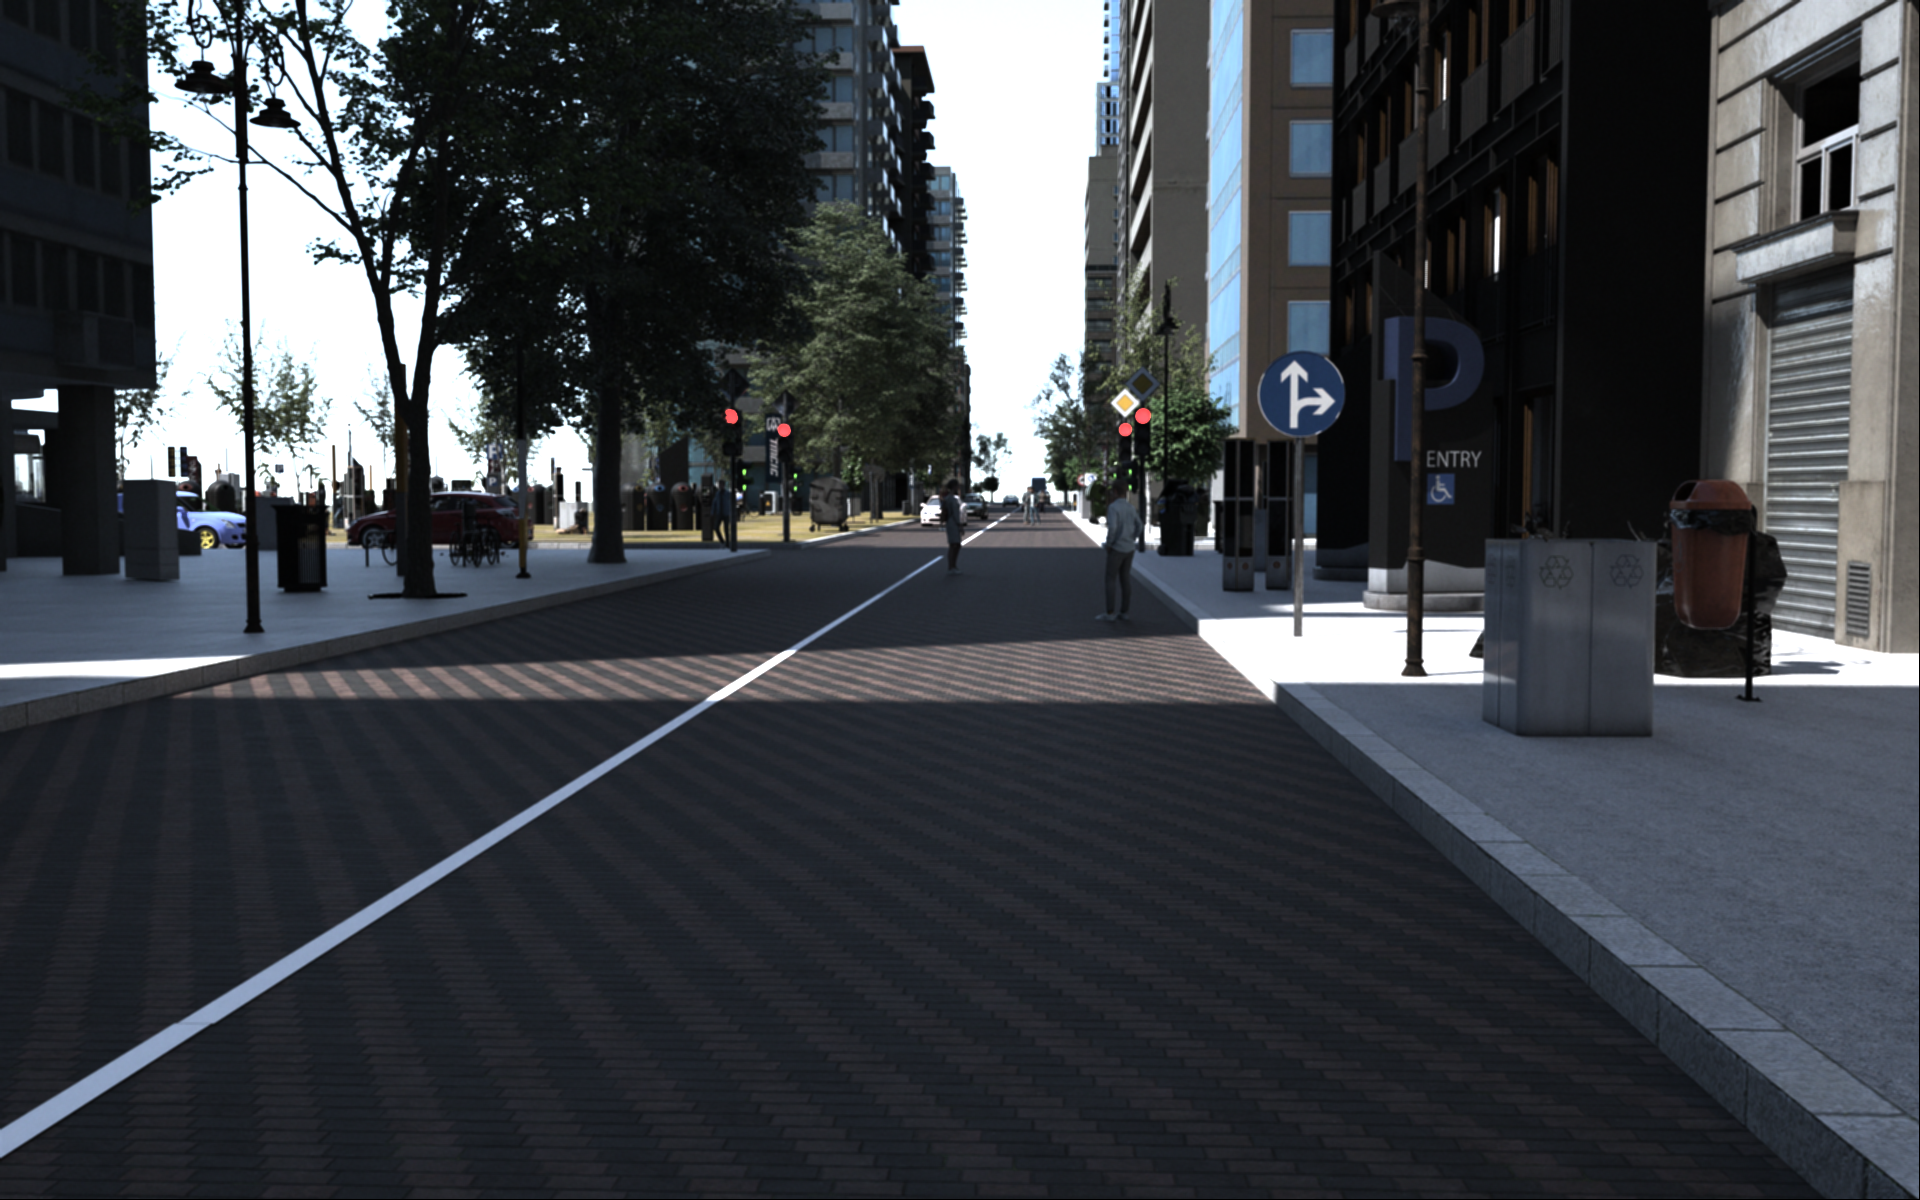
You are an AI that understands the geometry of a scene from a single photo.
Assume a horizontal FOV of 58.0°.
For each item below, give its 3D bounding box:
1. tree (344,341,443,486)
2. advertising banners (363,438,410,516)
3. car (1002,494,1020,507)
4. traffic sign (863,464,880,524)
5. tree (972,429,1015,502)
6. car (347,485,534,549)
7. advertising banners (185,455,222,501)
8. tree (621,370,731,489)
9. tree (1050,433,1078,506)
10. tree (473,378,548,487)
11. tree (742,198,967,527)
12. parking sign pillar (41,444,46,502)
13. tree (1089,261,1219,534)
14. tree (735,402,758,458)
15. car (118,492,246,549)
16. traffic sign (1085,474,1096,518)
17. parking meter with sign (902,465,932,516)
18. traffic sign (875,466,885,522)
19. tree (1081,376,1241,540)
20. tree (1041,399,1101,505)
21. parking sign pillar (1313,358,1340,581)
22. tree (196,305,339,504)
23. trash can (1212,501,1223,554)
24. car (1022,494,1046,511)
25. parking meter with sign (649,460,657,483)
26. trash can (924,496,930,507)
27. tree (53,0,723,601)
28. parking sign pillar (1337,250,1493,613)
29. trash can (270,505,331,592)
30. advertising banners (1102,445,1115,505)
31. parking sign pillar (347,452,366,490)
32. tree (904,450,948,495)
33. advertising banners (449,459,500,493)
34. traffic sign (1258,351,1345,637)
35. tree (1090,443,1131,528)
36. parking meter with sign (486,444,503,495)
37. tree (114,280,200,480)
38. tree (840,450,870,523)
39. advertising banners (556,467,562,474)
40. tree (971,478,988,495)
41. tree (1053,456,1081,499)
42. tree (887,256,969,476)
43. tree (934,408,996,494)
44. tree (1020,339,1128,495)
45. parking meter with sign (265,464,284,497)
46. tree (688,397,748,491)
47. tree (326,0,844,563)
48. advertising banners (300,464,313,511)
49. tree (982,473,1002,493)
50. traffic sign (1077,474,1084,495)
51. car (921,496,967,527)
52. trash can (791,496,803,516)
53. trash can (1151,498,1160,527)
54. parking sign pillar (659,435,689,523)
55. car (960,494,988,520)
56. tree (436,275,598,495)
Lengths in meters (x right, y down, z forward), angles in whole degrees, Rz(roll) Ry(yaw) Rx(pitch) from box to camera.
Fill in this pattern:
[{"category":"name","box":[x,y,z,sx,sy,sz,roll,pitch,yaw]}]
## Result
[{"category":"tree","box":[-27.465,-8.147,83.565,4.360,8.622,3.978,0,3,0]},{"category":"advertising banners","box":[-17.704,-3.515,53.665,0.090,3.025,2.074,3,4,38]},{"category":"car","box":[5.762,-11.242,195.600,2.131,1.459,4.920,0,4,2]},{"category":"traffic sign","box":[-3.810,-4.540,74.328,0.768,2.556,0.104,1,4,10]},{"category":"tree","box":[5.199,-21.467,276.737,9.928,11.665,9.643,0,3,0]},{"category":"car","box":[-12.754,-2.042,42.431,4.494,1.783,2.155,0,4,4]},{"category":"advertising banners","box":[-33.985,-5.040,78.588,2.074,3.025,0.090,-1,4,-19]},{"category":"tree","box":[-14.198,-8.076,82.402,4.737,8.622,4.395,0,3,0]},{"category":"tree","box":[11.808,-14.872,193.526,4.360,8.622,3.978,0,3,0]},{"category":"tree","box":[-26.413,-9.227,101.230,4.360,8.622,3.978,0,3,0]},{"category":"tree","box":[-4.373,-9.105,66.994,7.486,12.596,7.792,0,3,0]},{"category":"parking sign pillar","box":[-35.044,-4.811,67.132,1.447,3.967,1.447,2,4,35]},{"category":"tree","box":[6.011,-6.374,54.583,4.737,8.622,4.395,0,3,0]},{"category":"tree","box":[-15.321,-9.787,110.381,4.737,8.622,4.395,0,3,0]},{"category":"car","box":[-19.900,-2.111,44.109,3.694,1.707,1.945,0,4,3]},{"category":"traffic sign","box":[6.537,-5.157,86.447,0.606,2.300,0.079,1,4,12]},{"category":"parking meter with sign","box":[-2.569,-6.581,103.860,1.738,3.016,0.543,-1,4,-18]},{"category":"traffic sign","box":[-3.750,-4.778,78.220,0.768,2.556,0.104,1,4,10]},{"category":"tree","box":[6.214,-3.970,48.622,4.285,4.588,4.351,0,3,0]},{"category":"tree","box":[13.078,-17.600,205.889,7.486,12.596,7.792,0,3,0]},{"category":"parking sign pillar","box":[6.038,-2.290,25.919,1.447,3.967,1.447,2,4,27]},{"category":"tree","box":[-27.812,-7.218,68.379,4.737,8.622,4.395,0,3,0]},{"category":"trash can","box":[5.804,-1.572,37.361,0.748,1.137,0.748,0,3,0]},{"category":"car","box":[6.141,-8.350,145.566,2.155,1.783,4.494,0,4,4]},{"category":"parking meter with sign","box":[-14.814,-5.571,87.353,1.738,3.016,0.543,2,4,30]},{"category":"trash can","box":[-2.285,-6.194,112.921,0.748,1.137,0.748,0,3,0]},{"category":"tree","box":[-6.751,-5.822,20.944,9.928,11.665,9.643,0,3,0]},{"category":"parking sign pillar","box":[5.263,-1.887,19.329,1.447,3.967,1.447,-1,4,-16]},{"category":"trash can","box":[-8.656,-0.680,22.772,0.748,1.137,0.748,0,3,0]},{"category":"advertising banners","box":[5.510,-4.052,62.430,0.090,3.025,2.074,2,4,28]},{"category":"parking sign pillar","box":[-38.464,-7.458,110.410,1.447,3.967,1.447,1,4,15]},{"category":"tree","box":[-2.543,-8.838,128.211,4.285,4.588,4.351,0,3,0]},{"category":"advertising banners","box":[-18.659,-4.306,66.597,2.074,3.025,0.090,-1,4,-15]},{"category":"traffic sign","box":[3.042,-0.942,15.512,0.768,2.556,0.104,0,4,5]},{"category":"tree","box":[5.965,-4.357,65.842,1.663,3.219,1.824,0,3,0]},{"category":"parking meter with sign","box":[-15.948,-3.844,59.113,0.543,3.016,1.738,-1,4,-10]},{"category":"tree","box":[-27.989,-6.592,58.141,4.360,8.622,3.978,0,3,0]},{"category":"tree","box":[-4.702,-4.987,76.142,1.663,3.219,1.824,0,3,0]},{"category":"advertising banners","box":[-25.953,-6.935,109.579,0.090,3.025,2.074,3,4,37]},{"category":"tree","box":[2.043,-13.559,216.295,1.663,3.219,1.824,0,3,0]},{"category":"tree","box":[9.318,-9.060,131.837,4.285,4.588,4.351,0,3,0]},{"category":"tree","box":[-4.291,-11.087,87.934,9.857,13.997,8.962,0,3,0]},{"category":"tree","box":[0.464,-15.513,188.048,7.601,10.594,8.767,0,4,7]},{"category":"tree","box":[7.606,-10.328,103.278,8.767,10.594,7.601,1,4,9]},{"category":"parking meter with sign","box":[-39.719,-6.344,99.978,1.738,3.016,0.543,3,4,37]},{"category":"tree","box":[-14.396,-9.337,103.019,4.360,8.622,3.978,0,3,0]},{"category":"tree","box":[-6.629,-7.677,32.174,9.857,13.997,8.962,0,3,0]},{"category":"advertising banners","box":[-37.680,-6.344,99.910,0.090,3.025,2.074,0,4,0]},{"category":"tree","box":[4.875,-17.367,267.655,4.285,4.588,4.351,0,3,0]},{"category":"traffic sign","box":[7.801,-6.707,109.759,0.768,2.556,0.104,1,4,12]},{"category":"car","box":[-0.676,-3.967,77.214,2.083,1.381,4.827,0,4,3]},{"category":"trash can","box":[-9.769,-5.635,103.782,0.748,1.137,0.748,0,3,0]},{"category":"trash can","box":[7.806,-3.451,68.072,0.748,1.137,0.748,0,3,0]},{"category":"parking sign pillar","box":[-12.891,-5.480,78.075,1.447,3.967,1.447,-1,4,-13]},{"category":"car","box":[0.639,-5.385,97.827,2.009,1.686,4.222,0,4,4]},{"category":"tree","box":[-13.057,-6.117,50.371,4.737,8.622,4.395,0,3,0]}]
